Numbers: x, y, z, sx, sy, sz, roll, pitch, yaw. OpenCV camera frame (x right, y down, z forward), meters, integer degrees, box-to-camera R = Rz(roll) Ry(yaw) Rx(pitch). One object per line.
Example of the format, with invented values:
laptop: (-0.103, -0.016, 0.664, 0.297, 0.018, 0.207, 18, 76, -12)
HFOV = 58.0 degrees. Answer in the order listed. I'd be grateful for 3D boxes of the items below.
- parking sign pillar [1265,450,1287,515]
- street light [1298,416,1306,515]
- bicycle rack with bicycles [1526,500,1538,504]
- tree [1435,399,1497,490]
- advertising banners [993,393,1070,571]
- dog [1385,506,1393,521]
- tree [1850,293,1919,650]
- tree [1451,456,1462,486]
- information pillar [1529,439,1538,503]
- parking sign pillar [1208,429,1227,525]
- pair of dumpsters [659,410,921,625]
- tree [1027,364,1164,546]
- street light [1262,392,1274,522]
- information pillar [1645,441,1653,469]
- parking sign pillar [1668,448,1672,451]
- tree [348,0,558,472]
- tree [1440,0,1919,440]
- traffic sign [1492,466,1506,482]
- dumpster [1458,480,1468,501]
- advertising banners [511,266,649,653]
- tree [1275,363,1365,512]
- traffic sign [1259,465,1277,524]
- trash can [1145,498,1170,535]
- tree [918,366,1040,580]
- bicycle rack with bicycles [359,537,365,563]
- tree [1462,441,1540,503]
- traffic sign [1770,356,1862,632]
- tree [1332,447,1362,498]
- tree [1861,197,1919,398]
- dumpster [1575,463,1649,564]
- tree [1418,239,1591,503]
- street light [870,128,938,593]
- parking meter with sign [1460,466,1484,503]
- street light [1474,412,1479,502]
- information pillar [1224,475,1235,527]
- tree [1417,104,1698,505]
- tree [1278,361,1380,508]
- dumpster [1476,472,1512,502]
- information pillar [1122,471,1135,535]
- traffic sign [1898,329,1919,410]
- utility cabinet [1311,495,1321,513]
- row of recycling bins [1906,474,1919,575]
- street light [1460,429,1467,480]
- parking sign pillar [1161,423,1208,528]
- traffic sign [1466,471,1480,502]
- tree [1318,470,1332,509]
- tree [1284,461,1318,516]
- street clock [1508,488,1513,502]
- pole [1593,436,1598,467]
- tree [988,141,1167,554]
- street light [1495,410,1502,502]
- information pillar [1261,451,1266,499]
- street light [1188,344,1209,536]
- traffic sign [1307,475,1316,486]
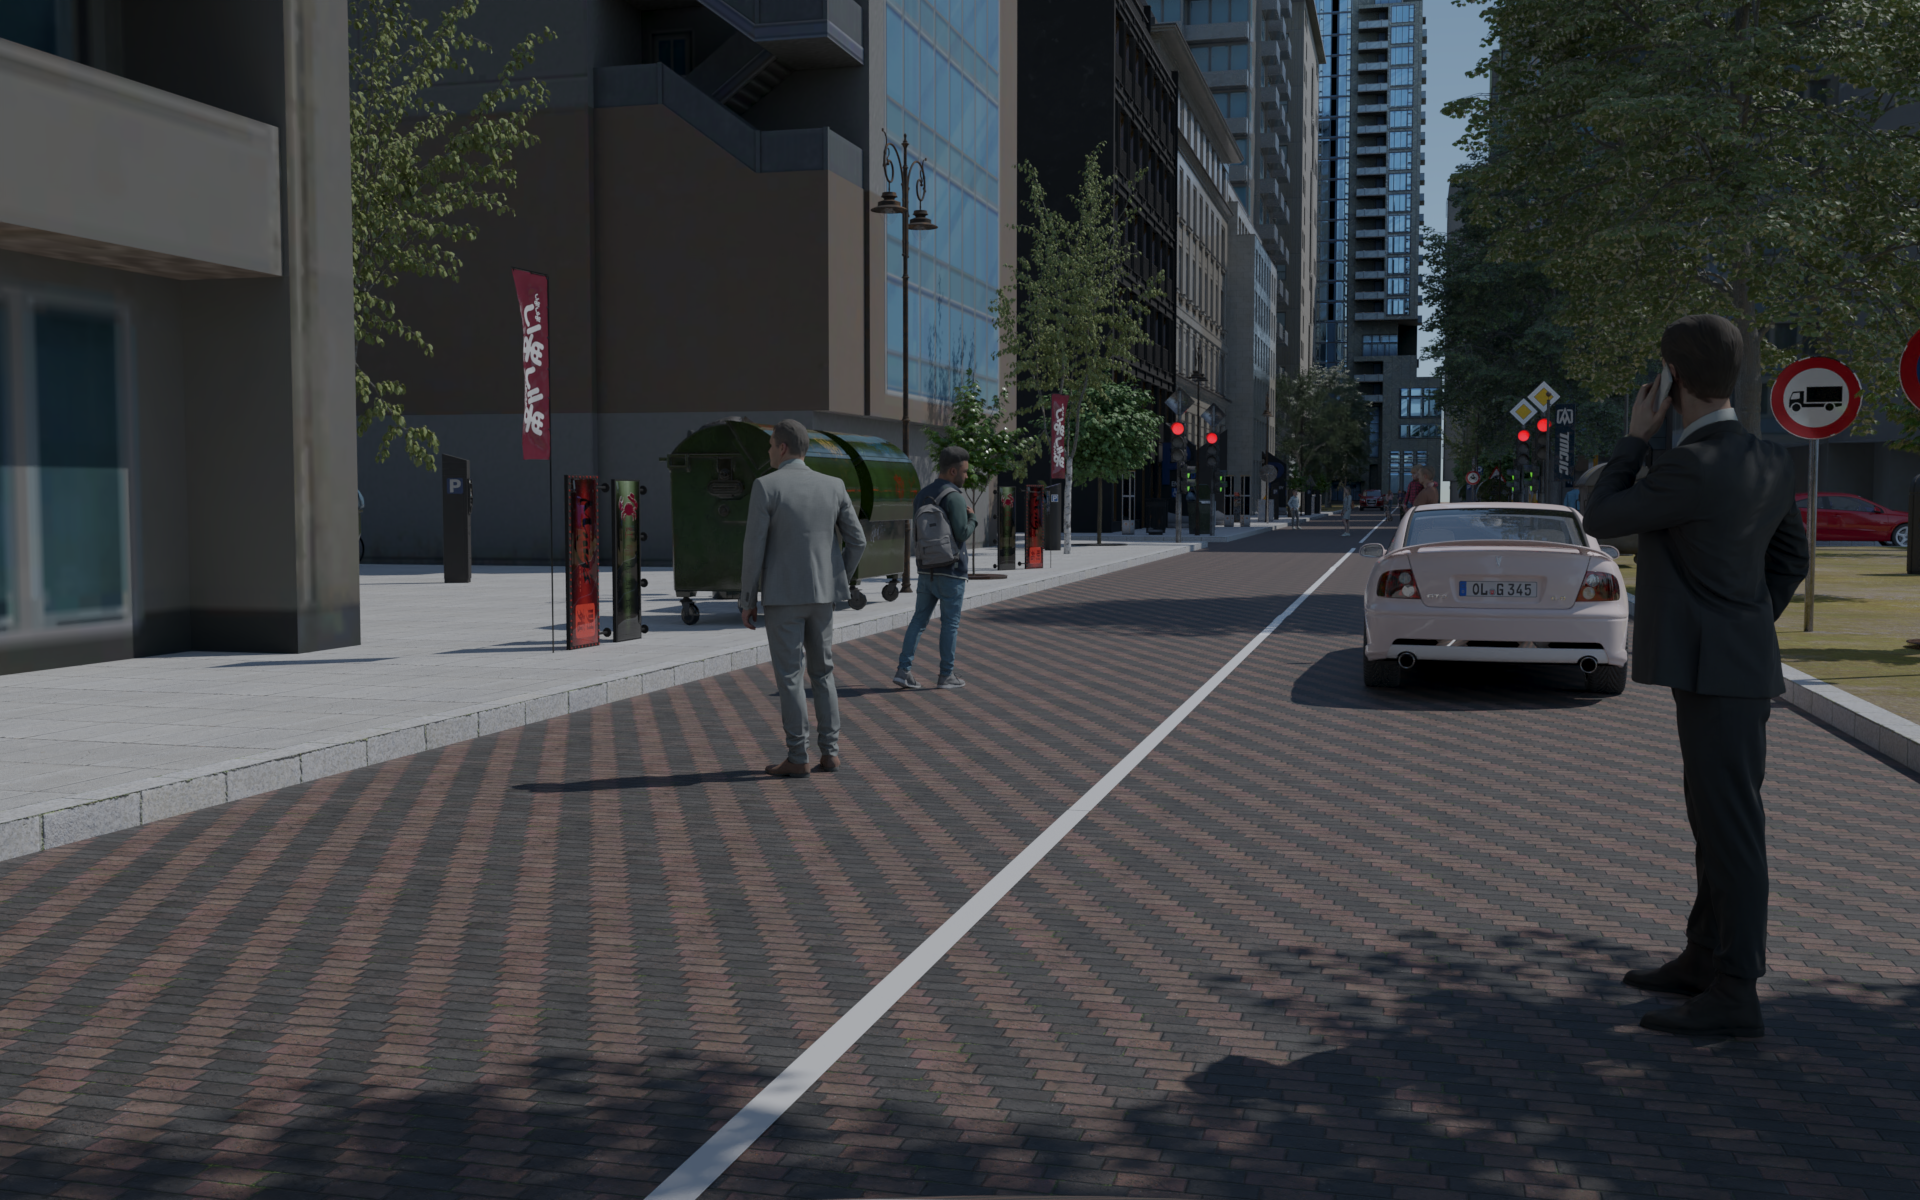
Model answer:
parking sign pillar: (19.248, -7.166, 105.632, 1.447, 3.967, 1.447, 1, 4, 18)
street light: (20.287, -7.954, 102.838, 0.468, 5.910, 1.993, 1, 4, 15)
bicycle rack with bicycles: (33.031, -5.235, 98.973, 2.925, 0.926, 2.852, -1, 4, -21)
tree: (34.857, -10.255, 118.038, 4.737, 8.622, 4.395, 0, 3, 0)
advertising banners: (1.248, -2.044, 29.613, 0.090, 3.025, 2.074, 3, 5, 40)
dog: (22.639, -4.574, 91.621, 0.513, 0.831, 0.800, 2, 4, 27)
tree: (8.413, -1.192, 14.085, 1.663, 3.219, 1.824, 0, 3, 0)
tree: (37.737, -8.777, 127.224, 4.285, 4.588, 4.351, 0, 3, 0)
information pillar: (20.600, -4.332, 62.190, 0.183, 3.616, 0.504, 0, 4, 4)
parking sign pillar: (10.371, -5.089, 71.683, 1.447, 3.967, 1.447, 0, 4, -4)
pair of dumpsters: (-1.736, -0.994, 18.739, 1.574, 2.255, 4.437, 1, 4, 15)
tree: (3.396, -3.637, 43.178, 4.285, 4.588, 4.351, 0, 3, 0)
street light: (13.873, -6.451, 78.268, 0.468, 5.910, 1.993, 1, 4, 15)
information pillar: (29.483, -5.066, 74.181, 0.183, 3.616, 0.504, 0, 4, -6)
parking sign pillar: (34.158, -5.767, 82.767, 1.447, 3.967, 1.447, -3, 5, -44)
tree: (-6.603, -4.120, 17.726, 4.737, 8.622, 4.395, 0, 3, 0)
tree: (9.918, -6.386, 22.541, 7.486, 12.596, 7.792, 0, 3, 0)
traffic sign: (24.936, -4.927, 80.567, 0.884, 2.594, 0.081, 1, 4, 16)
dumpster: (32.472, -6.581, 110.094, 1.502, 2.255, 1.985, 1, 4, 14)
advertising banners: (-3.130, -1.113, 14.378, 0.090, 3.025, 2.074, 1, 4, 18)
tree: (24.327, -11.487, 122.232, 8.767, 10.594, 7.601, 1, 4, 14)
traffic sign: (13.340, -4.584, 75.048, 0.768, 2.556, 0.104, 1, 4, 17)
trash can: (6.141, -2.610, 54.320, 0.748, 1.137, 0.748, 0, 3, 0)
tree: (0.098, -1.942, 26.356, 1.663, 3.219, 1.824, 0, 3, 0)
bicycle rack with bicycles: (-11.707, -1.004, 29.804, 2.925, 0.926, 2.852, -3, 5, -40)
tree: (27.168, -6.216, 85.339, 4.285, 4.588, 4.351, 0, 3, 0)
traffic sign: (7.918, -0.977, 16.084, 0.768, 2.556, 0.104, 1, 4, 21)
tree: (40.062, -14.131, 181.401, 4.360, 8.622, 3.978, 0, 3, 0)
tree: (21.869, -5.315, 37.261, 4.737, 8.622, 4.395, 0, 3, 0)
dumpster: (11.708, -1.538, 30.902, 1.264, 1.857, 1.865, 1, 4, 15)
tree: (21.747, -8.649, 67.172, 9.928, 11.665, 9.643, 0, 3, 0)
street light: (-0.702, -3.033, 22.373, 0.468, 5.910, 1.993, 1, 4, 15)
parking meter with sign: (31.602, -6.774, 107.016, 1.738, 3.016, 0.543, -3, 5, -40)
street light: (29.278, -7.656, 97.971, 0.468, 5.910, 1.993, 1, 4, 15)
information pillar: (10.540, -3.872, 67.796, 0.304, 2.012, 0.304, 2, 4, 34)
tree: (19.297, -9.138, 56.067, 9.857, 13.997, 8.962, 0, 3, 0)
tree: (34.783, -15.720, 163.677, 9.857, 13.997, 8.962, 0, 3, 0)
dumpster: (24.143, -4.640, 78.364, 1.502, 2.255, 1.985, 1, 4, 15)
information pillar: (5.304, -3.062, 54.555, 0.304, 2.012, 0.304, 2, 4, 35)
traffic sign: (7.056, -0.745, 12.287, 0.768, 2.556, 0.104, 1, 4, 21)
utility cabinet: (23.548, -6.380, 115.479, 1.020, 1.237, 0.306, 1, 4, 14)
row of recycling bins: (16.968, -1.269, 27.866, 3.534, 1.692, 1.069, -1, 4, -12)
street light: (35.806, -9.195, 123.133, 0.468, 5.910, 1.993, 1, 4, 15)
parking sign pillar: (8.254, -4.705, 65.394, 1.447, 3.967, 1.447, 3, 5, 39)
traffic sign: (27.917, -5.761, 94.294, 0.768, 2.556, 0.104, 1, 4, 16)
tree: (28.833, -8.744, 137.570, 1.663, 3.219, 1.824, 0, 3, 0)
tree: (19.539, -6.490, 100.705, 1.663, 3.219, 1.824, 0, 3, 0)
street clock: (30.622, -5.622, 96.486, 0.358, 2.002, 0.471, 1, 4, 9)
pole: (22.467, -4.124, 61.267, 0.158, 3.312, 0.155, 0, 3, 0)
tree: (2.340, -5.302, 37.057, 4.737, 8.622, 4.395, 0, 3, 0)
street light: (22.628, -6.099, 72.509, 0.468, 5.910, 1.993, 1, 4, 15)
information pillar: (16.561, -6.289, 94.186, 0.183, 3.616, 0.504, -2, 4, -27)
street light: (7.349, -4.935, 53.472, 0.468, 5.910, 1.993, 1, 4, 15)
traffic sign: (23.255, -7.048, 115.236, 0.884, 2.594, 0.081, 1, 4, 23)
